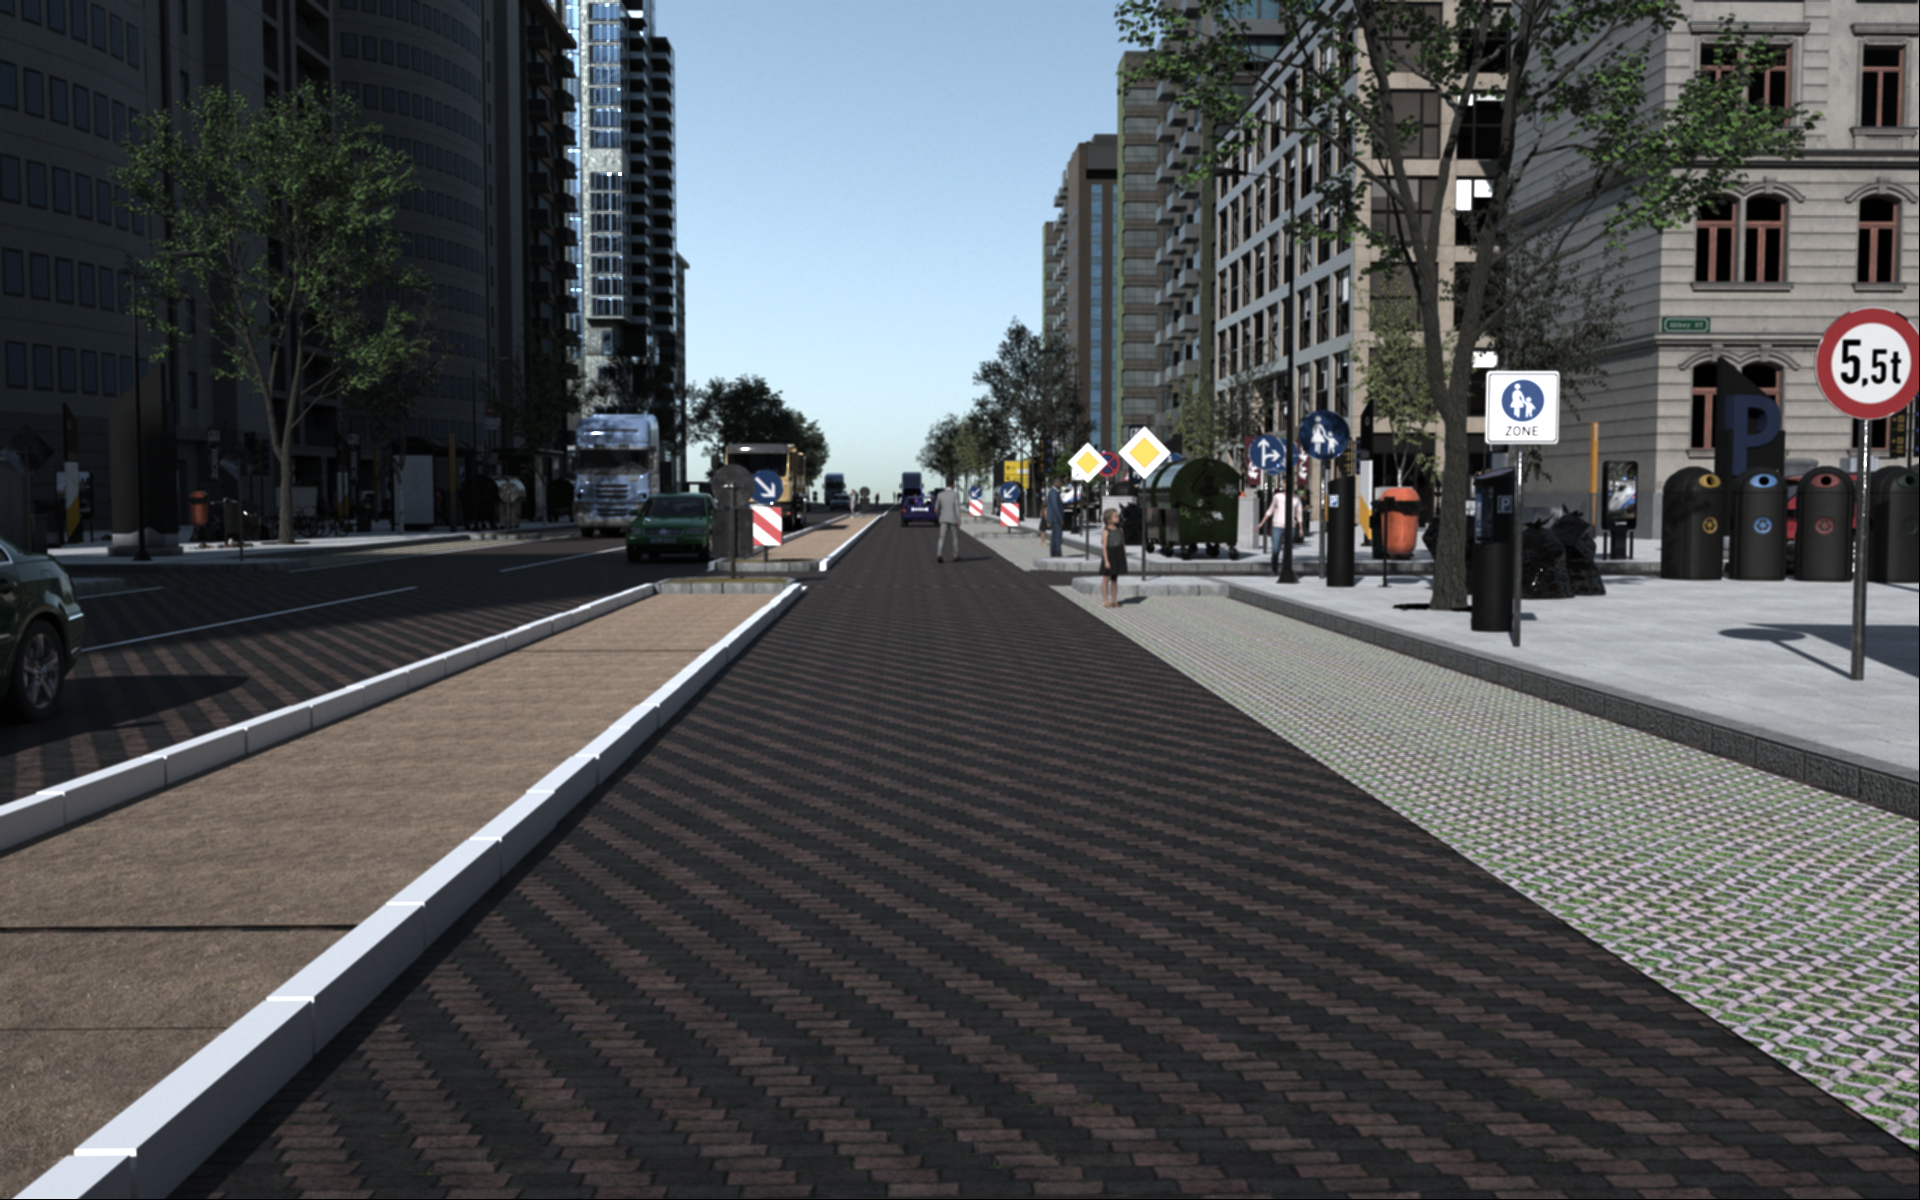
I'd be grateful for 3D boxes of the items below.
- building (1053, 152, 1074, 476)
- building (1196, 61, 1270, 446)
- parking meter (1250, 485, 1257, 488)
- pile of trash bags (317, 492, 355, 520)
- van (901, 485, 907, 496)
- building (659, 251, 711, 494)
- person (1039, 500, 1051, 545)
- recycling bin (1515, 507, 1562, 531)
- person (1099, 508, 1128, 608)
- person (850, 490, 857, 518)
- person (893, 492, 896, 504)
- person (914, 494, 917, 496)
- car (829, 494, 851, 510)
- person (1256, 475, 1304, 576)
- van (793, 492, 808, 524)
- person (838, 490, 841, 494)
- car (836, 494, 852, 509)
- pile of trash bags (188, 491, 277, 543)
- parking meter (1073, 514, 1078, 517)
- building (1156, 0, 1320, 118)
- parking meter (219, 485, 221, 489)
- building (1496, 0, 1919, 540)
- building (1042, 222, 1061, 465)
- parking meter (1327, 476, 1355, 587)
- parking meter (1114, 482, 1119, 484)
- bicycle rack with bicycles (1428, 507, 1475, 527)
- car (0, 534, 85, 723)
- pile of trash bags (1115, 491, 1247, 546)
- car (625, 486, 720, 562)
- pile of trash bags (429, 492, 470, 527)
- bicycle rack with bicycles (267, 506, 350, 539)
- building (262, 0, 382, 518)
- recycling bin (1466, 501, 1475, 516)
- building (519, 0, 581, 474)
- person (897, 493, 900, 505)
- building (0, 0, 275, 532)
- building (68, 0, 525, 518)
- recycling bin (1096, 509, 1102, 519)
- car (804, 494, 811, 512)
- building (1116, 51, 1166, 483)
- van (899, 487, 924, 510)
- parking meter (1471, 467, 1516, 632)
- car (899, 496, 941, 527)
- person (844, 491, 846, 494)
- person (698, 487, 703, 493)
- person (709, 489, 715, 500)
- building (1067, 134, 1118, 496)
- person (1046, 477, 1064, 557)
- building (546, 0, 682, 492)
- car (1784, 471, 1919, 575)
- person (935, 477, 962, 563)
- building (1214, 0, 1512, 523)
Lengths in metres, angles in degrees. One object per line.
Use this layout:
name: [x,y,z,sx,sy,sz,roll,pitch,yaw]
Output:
building: [24.585,-37.863,238.661,23.786,49.044,30.456,0,4,-2]
building: [23.316,-21.271,119.484,14.160,30.474,14.107,0,4,-2]
parking meter: [14.268,-4.790,84.032,0.255,1.863,0.399,2,4,34]
pile of trash bags: [-31.179,-4.691,86.451,1.912,1.369,3.447,-2,4,-24]
van: [-5.110,-10.826,181.394,2.240,2.365,5.245,0,4,-2]
building: [-52.573,-34.073,248.973,32.217,40.220,23.993,0,4,-2]
person: [2.376,-2.140,48.164,0.373,1.253,0.362,-1,4,-10]
recycling bin: [11.066,-1.270,33.311,0.722,1.027,0.722,-1,4,-21]
person: [1.947,-0.528,21.806,0.362,1.253,0.373,-2,4,-31]
person: [-6.332,-5.702,102.726,0.522,1.701,0.512,-2,4,-28]
person: [-9.290,-14.580,247.704,0.721,1.723,1.217,0,4,-4]
person: [-3.043,-6.372,115.903,0.599,1.433,0.991,-1,4,-17]
car: [-10.682,-8.748,155.025,2.014,1.417,4.499,0,4,-1]
person: [5.152,-1.153,28.030,0.731,1.740,0.598,0,4,1]
van: [-8.112,-4.535,81.151,2.013,2.044,4.112,0,4,-2]
person: [-12.917,-10.802,185.119,0.705,1.824,1.348,2,4,27]
car: [-11.226,-9.702,168.851,2.015,1.641,3.980,0,4,-2]
pile of trash bags: [-19.958,-2.271,46.886,1.912,1.369,3.447,0,4,0]
parking meter: [6.464,-5.454,97.582,0.372,1.533,0.369,0,3,0]
building: [28.171,-31.919,141.481,23.786,49.044,30.456,0,4,-2]
parking meter: [-28.498,-3.703,66.247,0.399,1.863,0.255,-2,4,-35]
building: [30.377,-16.327,54.330,23.554,28.519,14.401,0,4,-2]
building: [19.315,-35.345,261.478,14.154,41.232,14.086,0,4,-2]
parking meter: [5.284,-0.955,24.019,0.372,1.533,0.369,0,3,0]
parking meter: [7.289,-4.544,80.012,0.399,1.863,0.255,1,4,12]
bicycle rack with bicycles: [14.432,-2.137,48.322,2.852,0.926,2.925,0,4,6]
car: [-6.607,0.140,9.508,2.131,1.459,4.920,0,4,-3]
pile of trash bags: [5.508,-2.072,43.630,3.447,1.369,1.912,1,4,11]
car: [-6.146,-1.779,37.881,1.959,1.807,4.718,0,4,-1]
pile of trash bags: [-20.918,-3.666,69.691,1.912,1.369,3.447,-2,4,-25]
bicycle rack with bicycles: [-19.492,-2.316,51.251,2.925,0.926,2.852,-3,5,-42]
building: [-43.283,-40.021,92.601,20.563,71.187,20.611,0,4,-2]
recycling bin: [19.779,-3.313,66.722,0.722,1.027,0.722,-2,4,-33]
building: [-45.445,-30.268,149.511,22.147,44.769,28.867,0,4,-2]
person: [-8.309,-13.682,233.674,0.415,1.643,0.593,1,4,22]
building: [-40.436,-31.725,60.709,21.231,58.520,28.212,0,4,-2]
building: [-44.215,-35.375,120.381,21.231,58.520,28.212,0,4,-2]
recycling bin: [7.503,-4.758,90.341,0.722,1.027,0.722,1,4,20]
car: [-12.946,-7.872,138.490,2.009,1.686,4.222,0,4,0]
building: [21.637,-29.382,163.986,14.154,41.232,14.086,0,4,-2]
van: [-4.268,-9.146,153.913,2.240,2.365,5.245,0,4,-3]
parking meter: [4.999,-0.478,16.229,0.372,1.533,0.369,0,3,0]
car: [-1.743,-3.937,76.958,1.945,1.354,3.894,0,4,0]
person: [-13.677,-12.102,206.347,0.705,1.826,1.348,-2,4,-25]
person: [-13.354,-4.949,89.761,0.599,1.781,0.374,-1,4,-11]
person: [-15.804,-6.245,110.572,1.348,1.831,0.705,3,4,39]
building: [20.928,-34.616,216.076,14.600,45.320,14.200,0,4,-2]
person: [2.075,-1.762,37.490,0.419,1.800,0.721,-1,4,-13]
building: [-46.967,-55.487,219.882,22.319,86.520,31.000,0,4,-2]
car: [16.227,-1.294,29.834,5.304,1.827,2.281,0,4,-1]
person: [-0.242,-1.678,36.211,0.678,1.792,0.850,2,4,24]
building: [26.199,-17.604,92.345,19.350,26.468,34.151,0,4,-2]
